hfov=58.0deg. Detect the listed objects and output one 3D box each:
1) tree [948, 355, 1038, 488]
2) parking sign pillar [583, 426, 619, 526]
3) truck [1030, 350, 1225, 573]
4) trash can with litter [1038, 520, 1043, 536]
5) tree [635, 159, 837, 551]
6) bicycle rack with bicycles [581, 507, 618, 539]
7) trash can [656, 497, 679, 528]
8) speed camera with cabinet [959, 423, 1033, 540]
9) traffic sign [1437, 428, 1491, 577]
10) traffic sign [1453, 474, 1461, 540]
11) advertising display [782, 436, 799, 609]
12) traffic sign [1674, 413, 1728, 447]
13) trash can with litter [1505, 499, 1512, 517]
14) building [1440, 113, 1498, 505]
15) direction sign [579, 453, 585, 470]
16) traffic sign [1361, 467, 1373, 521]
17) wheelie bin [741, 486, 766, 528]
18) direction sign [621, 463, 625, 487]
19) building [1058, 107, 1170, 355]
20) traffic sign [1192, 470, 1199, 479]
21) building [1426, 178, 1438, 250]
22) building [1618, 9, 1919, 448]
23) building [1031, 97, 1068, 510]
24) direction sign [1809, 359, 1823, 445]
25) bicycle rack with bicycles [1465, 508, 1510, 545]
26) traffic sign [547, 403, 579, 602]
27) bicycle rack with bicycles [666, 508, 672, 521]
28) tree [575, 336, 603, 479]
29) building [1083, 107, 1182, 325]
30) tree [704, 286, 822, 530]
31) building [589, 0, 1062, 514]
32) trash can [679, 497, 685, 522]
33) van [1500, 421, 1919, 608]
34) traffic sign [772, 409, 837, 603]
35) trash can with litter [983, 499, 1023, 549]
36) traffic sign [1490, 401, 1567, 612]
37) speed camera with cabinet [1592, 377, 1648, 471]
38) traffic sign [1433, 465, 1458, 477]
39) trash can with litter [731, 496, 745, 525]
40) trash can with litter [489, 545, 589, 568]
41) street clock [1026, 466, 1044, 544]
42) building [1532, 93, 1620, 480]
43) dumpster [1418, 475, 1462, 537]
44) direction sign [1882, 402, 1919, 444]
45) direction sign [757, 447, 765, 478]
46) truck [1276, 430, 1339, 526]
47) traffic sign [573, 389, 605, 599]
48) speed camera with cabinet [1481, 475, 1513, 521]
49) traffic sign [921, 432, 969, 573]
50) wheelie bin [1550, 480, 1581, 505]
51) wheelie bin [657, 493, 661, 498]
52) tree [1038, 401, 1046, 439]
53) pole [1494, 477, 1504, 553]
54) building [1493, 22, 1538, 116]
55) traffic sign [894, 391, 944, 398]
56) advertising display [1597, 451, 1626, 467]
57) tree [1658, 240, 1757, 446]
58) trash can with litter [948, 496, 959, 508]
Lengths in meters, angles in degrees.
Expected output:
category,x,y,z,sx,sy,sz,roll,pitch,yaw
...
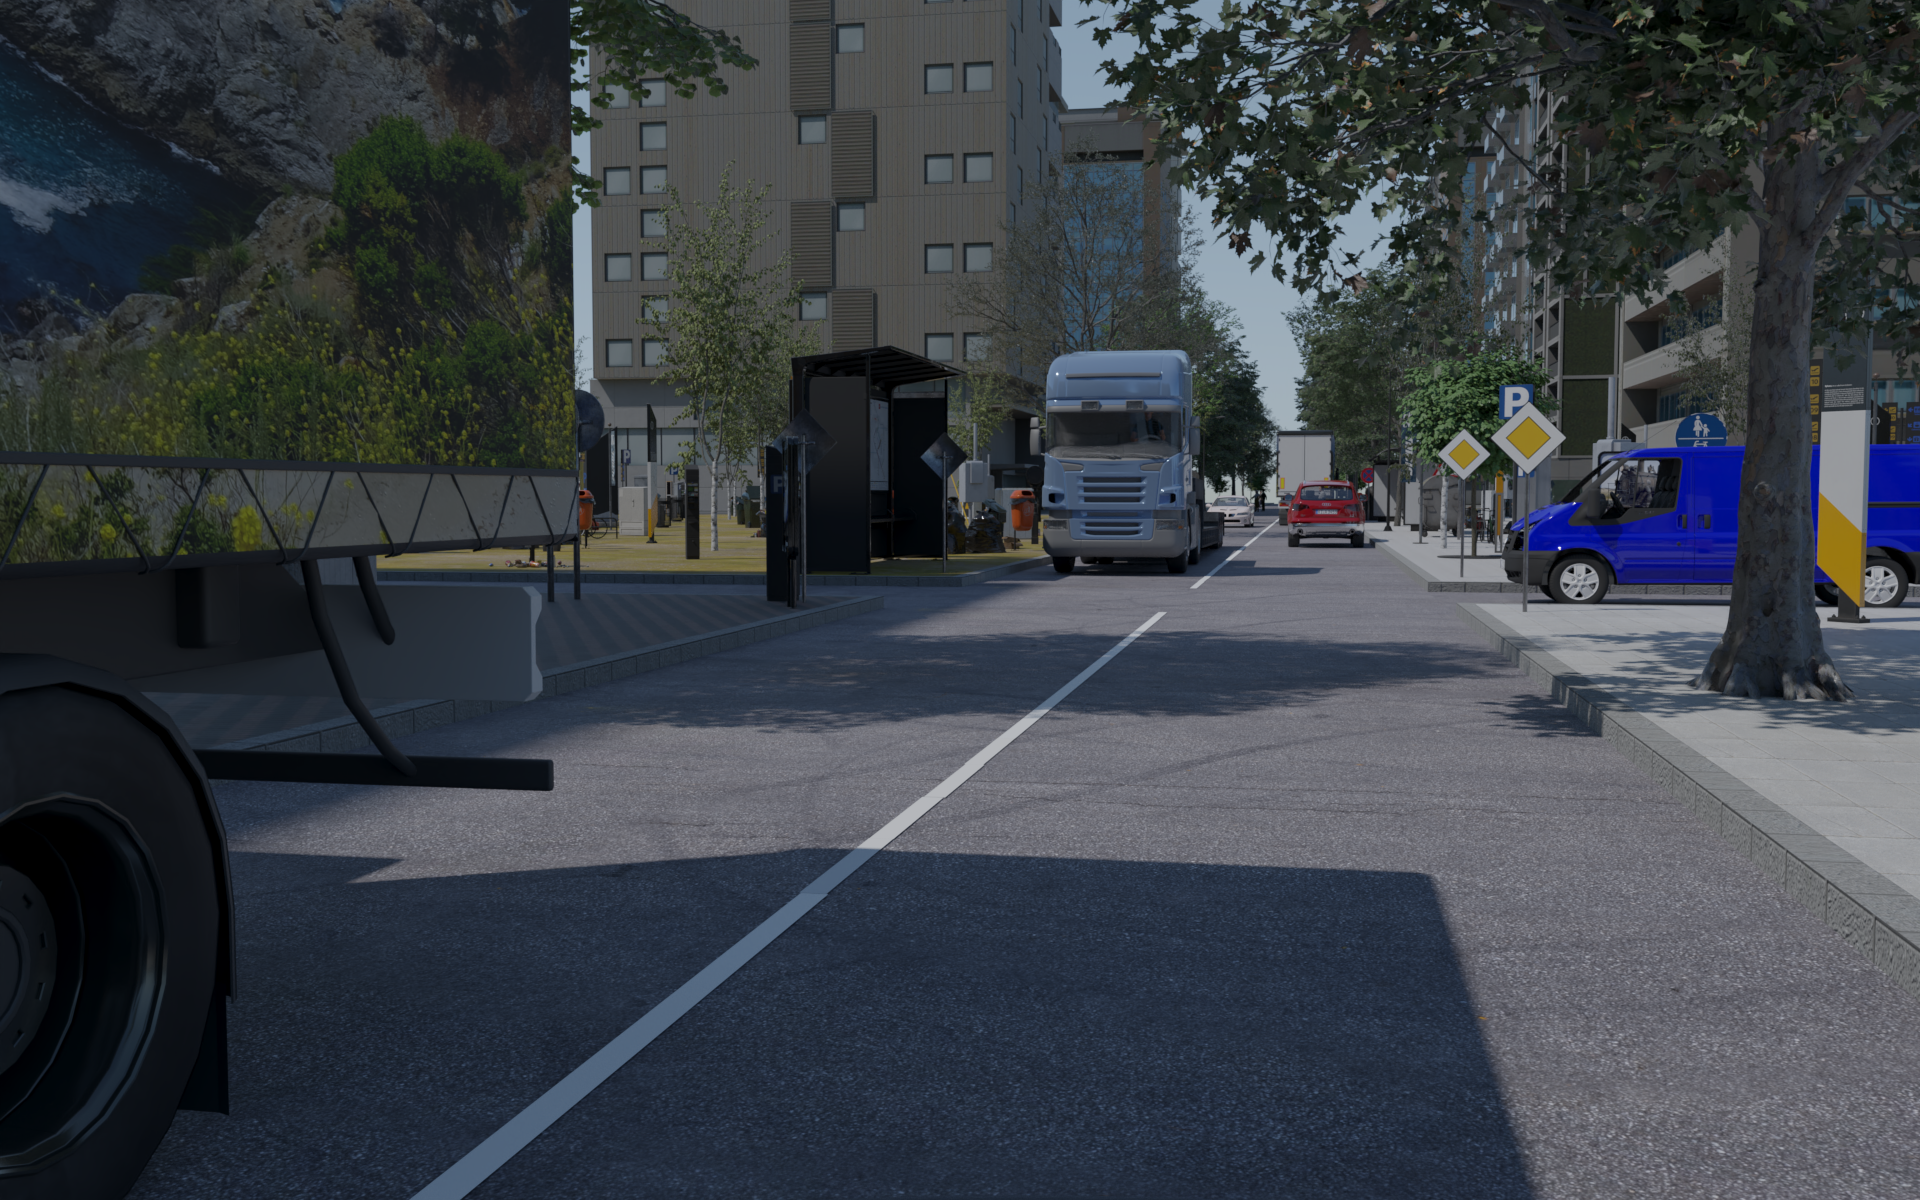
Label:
category,x,y,z,sx,sy,sz,roll,pitch,yaw
tree,0.762,-8.578,90.617,4.737,8.622,4.395,0,3,0
parking sign pillar,-14.233,-4.900,68.593,1.447,3.967,1.447,-2,4,-31
truck,4.267,-2.971,38.333,2.967,4.110,18.799,1,4,11
trash can with litter,1.637,-2.594,53.477,2.233,1.210,1.678,2,4,25
tree,-5.460,-5.431,39.156,4.737,8.622,4.395,0,3,0
bicycle rack with bicycles,-11.308,-2.232,49.878,2.925,0.926,2.852,-3,4,-38
trash can,-11.314,-3.323,65.980,0.748,1.137,0.748,0,3,0
speed camera with cabinet,1.024,-3.327,48.733,2.038,3.252,0.660,-1,4,-19
traffic sign,7.723,-1.404,26.600,0.795,2.450,0.064,1,4,11
traffic sign,13.984,-2.959,48.489,0.768,2.556,0.104,1,4,14
advertising display,-1.938,-0.891,19.781,0.123,1.923,0.974,-1,4,-9
traffic sign,11.609,-1.657,27.201,0.768,2.556,0.104,1,4,19
trash can with litter,30.402,-5.232,96.937,0.624,1.170,1.055,-1,4,-14
building,63.187,-33.712,201.297,14.600,45.320,14.200,1,4,11
direction sign,-19.372,-5.991,89.943,0.876,3.537,0.379,2,4,28
traffic sign,19.559,-5.064,82.902,0.768,2.556,0.104,1,4,14
wheelie bin,-7.820,-3.522,65.486,0.980,1.594,0.693,-2,4,-33
direction sign,-21.084,-7.113,108.289,0.379,3.537,0.876,-2,4,-24
building,17.275,-33.931,204.874,14.600,45.320,14.200,1,4,11
traffic sign,12.258,-5.600,91.659,0.768,2.556,0.104,1,4,14
building,74.278,-37.735,236.575,23.786,49.044,30.456,1,4,11
building,38.312,-27.007,65.264,21.300,48.544,21.600,1,4,11
building,-4.783,-27.750,145.600,32.217,40.220,23.993,1,4,11
direction sign,14.467,-2.261,28.960,0.379,3.537,0.876,-3,5,-43
bicycle rack with bicycles,14.254,-1.919,44.755,2.852,0.926,2.925,2,4,31
traffic sign,-4.879,-1.252,20.579,0.768,2.556,0.104,1,4,16
bicycle rack with bicycles,-14.751,-4.259,83.010,2.852,0.926,2.925,0,4,-1
tree,-17.388,-7.660,75.605,4.360,8.622,3.978,0,3,0
building,16.485,-39.865,241.035,28.713,52.752,27.495,1,4,11
tree,-6.859,-6.822,61.910,4.360,8.622,3.978,0,3,0
building,-7.775,-32.436,119.575,28.713,52.752,27.495,1,4,11
trash can,-13.135,-4.200,80.322,0.748,1.137,0.748,0,3,0
van,9.628,-1.077,21.988,5.245,2.365,2.240,1,4,13
traffic sign,-1.839,-1.025,20.402,0.795,2.450,0.064,1,4,11
trash can with litter,1.015,-1.792,40.685,1.055,1.170,0.624,3,4,37
traffic sign,6.140,-0.925,18.773,0.795,2.450,0.064,1,4,11
speed camera with cabinet,11.441,-2.107,28.792,0.660,3.252,2.038,-1,4,-21
traffic sign,15.090,-3.285,53.714,0.884,2.594,0.081,1,4,15
trash can with litter,-8.838,-3.701,71.895,1.055,1.170,0.624,3,5,43
trash can with litter,-7.556,-1.216,30.933,1.678,1.210,2.233,-1,4,-17
street clock,1.916,-2.425,44.221,0.471,2.002,0.358,0,4,4
building,49.121,-41.575,118.007,20.563,71.187,20.611,1,4,11
dumpster,14.401,-2.817,51.818,1.264,1.857,1.865,1,4,11
direction sign,23.172,-3.101,42.700,0.876,3.537,0.379,2,4,28
direction sign,-9.233,-5.550,82.744,0.876,3.537,0.379,0,4,-2
truck,16.368,-5.668,81.584,2.839,4.237,11.283,1,4,13
traffic sign,-4.672,-1.282,21.061,0.768,2.556,0.104,1,4,18
speed camera with cabinet,25.609,-5.385,82.379,2.038,3.252,0.660,-3,5,-41
traffic sign,-0.256,-1.504,28.229,0.795,2.450,0.064,1,4,11
wheelie bin,13.289,-1.847,38.106,0.980,1.594,0.693,1,4,11
wheelie bin,-12.982,-3.940,72.323,0.980,1.594,0.693,-1,4,-11
tree,6.495,-8.964,96.921,4.737,8.622,4.395,0,3,0
pole,11.739,-2.679,37.643,0.158,3.312,0.155,0,3,0
building,55.777,-32.065,143.873,23.786,49.044,30.456,1,4,11
traffic sign,-1.381,-2.491,34.596,2.265,3.308,0.079,1,4,17
advertising display,10.037,-1.266,25.907,0.974,1.923,0.123,1,4,16
tree,20.984,-5.869,46.317,4.360,8.622,3.978,0,3,0
trash can with litter,-0.343,-4.327,82.138,0.624,1.170,1.055,0,4,6
